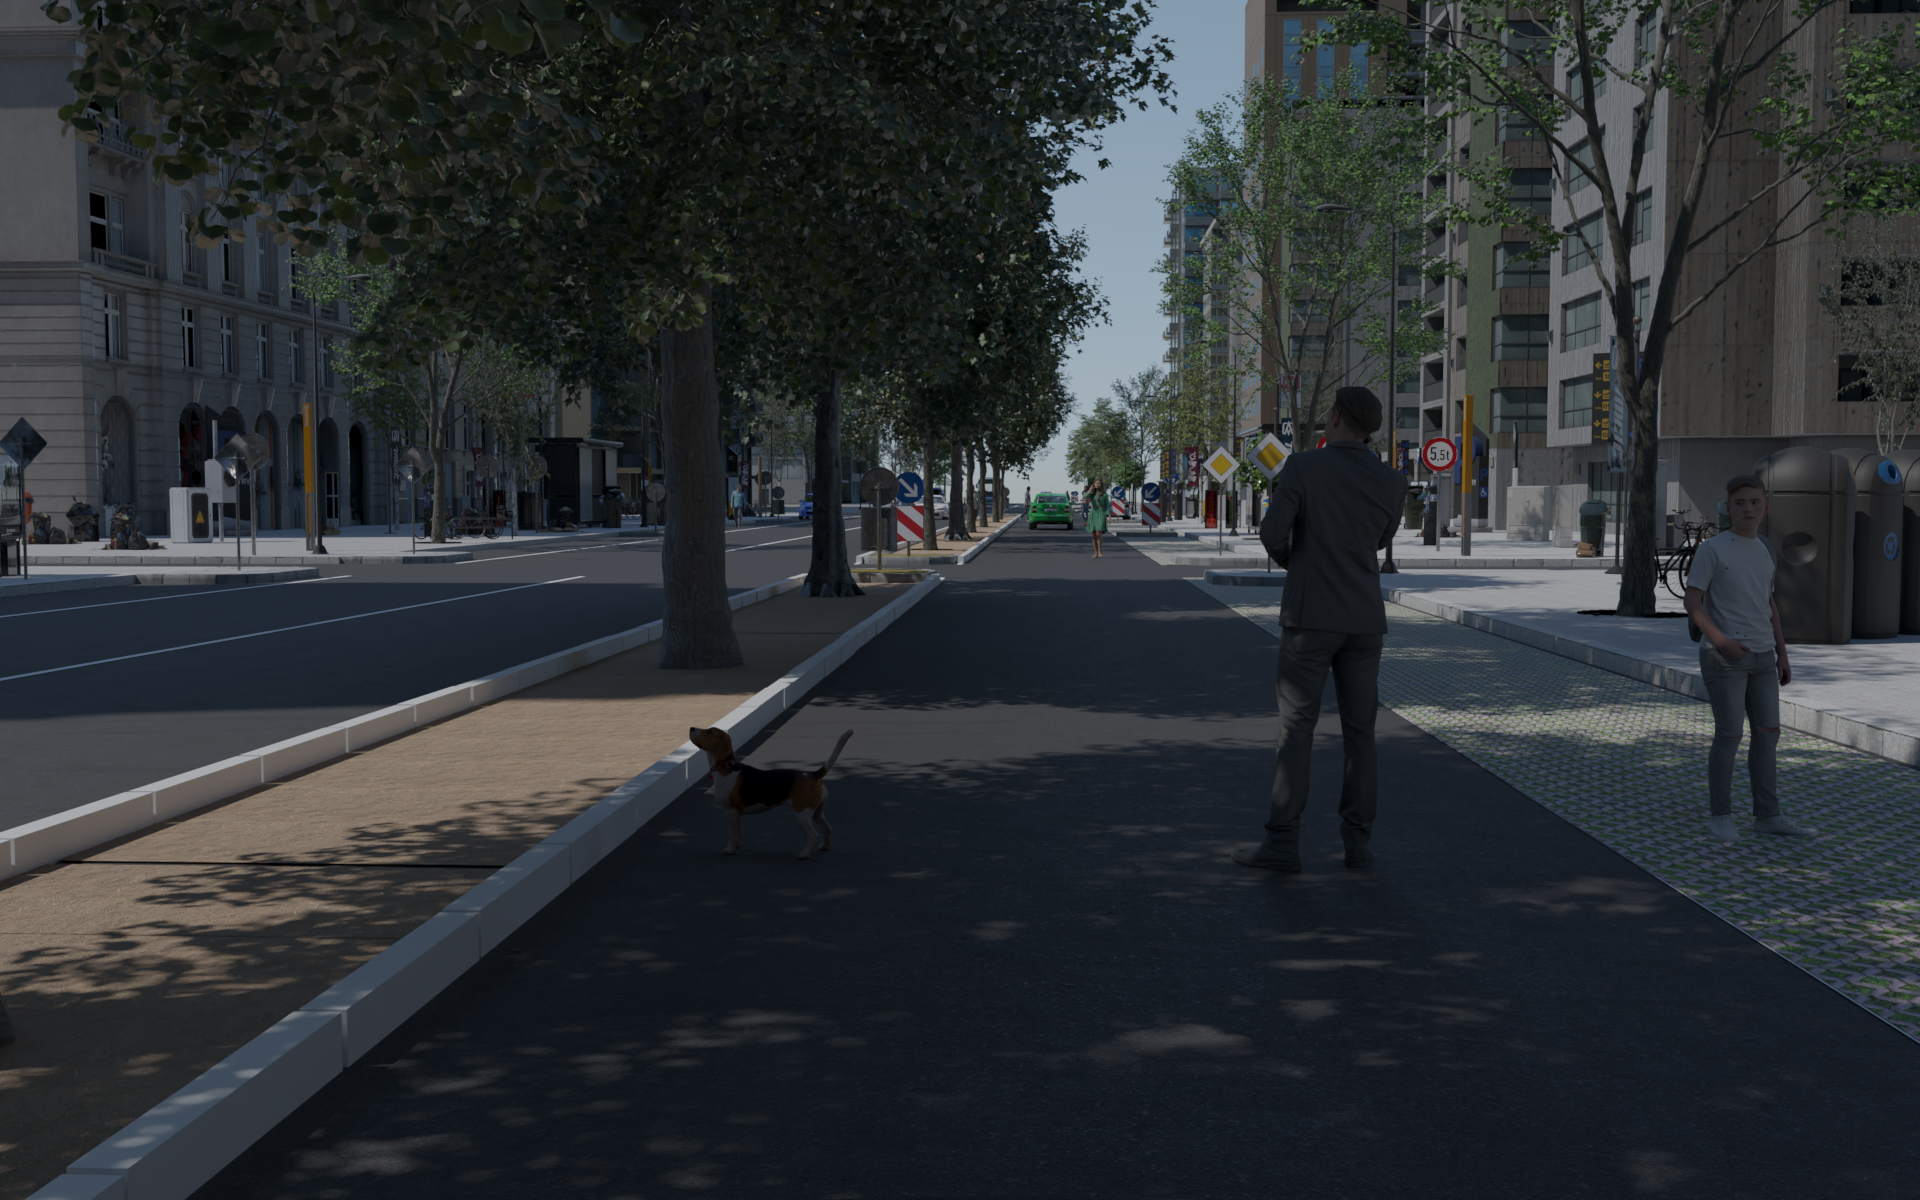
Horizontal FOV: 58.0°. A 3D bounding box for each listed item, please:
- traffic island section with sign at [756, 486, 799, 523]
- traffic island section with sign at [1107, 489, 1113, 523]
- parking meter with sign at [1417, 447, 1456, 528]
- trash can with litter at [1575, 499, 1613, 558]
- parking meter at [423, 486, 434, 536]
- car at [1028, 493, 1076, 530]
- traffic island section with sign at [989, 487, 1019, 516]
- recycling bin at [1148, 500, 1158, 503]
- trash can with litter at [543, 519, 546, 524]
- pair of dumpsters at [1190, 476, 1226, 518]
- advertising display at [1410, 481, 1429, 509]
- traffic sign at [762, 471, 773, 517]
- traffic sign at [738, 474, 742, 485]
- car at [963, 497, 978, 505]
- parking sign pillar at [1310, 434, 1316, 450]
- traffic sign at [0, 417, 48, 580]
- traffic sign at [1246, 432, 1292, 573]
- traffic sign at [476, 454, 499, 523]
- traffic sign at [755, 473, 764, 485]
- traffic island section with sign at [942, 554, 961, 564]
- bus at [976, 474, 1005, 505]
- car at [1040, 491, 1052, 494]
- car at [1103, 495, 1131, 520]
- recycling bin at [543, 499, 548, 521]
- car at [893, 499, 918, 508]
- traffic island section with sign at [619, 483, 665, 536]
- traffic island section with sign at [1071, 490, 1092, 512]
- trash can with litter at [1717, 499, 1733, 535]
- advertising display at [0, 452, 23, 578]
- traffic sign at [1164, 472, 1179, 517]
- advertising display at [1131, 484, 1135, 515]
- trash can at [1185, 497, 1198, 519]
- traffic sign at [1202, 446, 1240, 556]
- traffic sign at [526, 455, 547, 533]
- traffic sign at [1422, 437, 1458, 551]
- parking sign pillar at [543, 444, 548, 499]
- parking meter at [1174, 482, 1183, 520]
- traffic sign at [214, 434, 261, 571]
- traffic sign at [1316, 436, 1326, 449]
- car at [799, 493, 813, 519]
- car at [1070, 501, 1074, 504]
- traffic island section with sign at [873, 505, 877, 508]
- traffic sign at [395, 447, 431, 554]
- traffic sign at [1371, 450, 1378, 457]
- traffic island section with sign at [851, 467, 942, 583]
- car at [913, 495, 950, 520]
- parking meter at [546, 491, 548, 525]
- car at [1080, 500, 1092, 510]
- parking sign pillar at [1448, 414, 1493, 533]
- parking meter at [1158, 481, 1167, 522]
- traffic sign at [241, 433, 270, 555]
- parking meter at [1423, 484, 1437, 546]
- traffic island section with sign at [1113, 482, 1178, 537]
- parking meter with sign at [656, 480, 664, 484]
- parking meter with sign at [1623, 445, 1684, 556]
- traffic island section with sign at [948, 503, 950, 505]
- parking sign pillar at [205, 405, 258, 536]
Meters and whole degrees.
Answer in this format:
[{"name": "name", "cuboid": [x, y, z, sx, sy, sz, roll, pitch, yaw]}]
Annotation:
[{"name": "traffic island section with sign", "cuboid": [-9.113, -4.778, 86.756, 1.989, 1.847, 2.006, 0, 4, 3]}, {"name": "traffic island section with sign", "cuboid": [7.647, -4.683, 85.194, 1.989, 1.847, 2.006, 0, 4, 3]}, {"name": "parking meter with sign", "cuboid": [18.045, -4.201, 64.949, 1.738, 3.016, 0.543, 0, 4, 5]}, {"name": "trash can with litter", "cuboid": [12.853, -1.454, 35.156, 0.624, 1.170, 1.055, 2, 4, 29]}, {"name": "parking meter", "cuboid": [-16.083, -2.702, 52.581, 0.372, 1.533, 0.369, 0, 3, 0]}, {"name": "car", "cuboid": [3.732, -3.771, 70.451, 1.959, 1.807, 4.718, 0, 4, 4]}, {"name": "traffic island section with sign", "cuboid": [2.845, -6.298, 111.110, 2.006, 1.907, 1.989, 0, 4, 3]}, {"name": "recycling bin", "cuboid": [11.464, -5.441, 101.516, 0.722, 1.027, 0.722, 1, 4, 21]}, {"name": "trash can with litter", "cuboid": [-18.273, -3.935, 75.400, 1.678, 1.210, 2.233, -1, 4, -9]}, {"name": "pair of dumpsters", "cuboid": [13.352, -5.553, 93.282, 1.574, 2.255, 4.437, 0, 4, 3]}, {"name": "advertising display", "cuboid": [22.072, -4.771, 83.226, 0.974, 1.923, 0.123, 3, 5, 43]}, {"name": "traffic sign", "cuboid": [-10.677, -5.815, 95.186, 0.768, 2.556, 0.104, 1, 4, 12]}, {"name": "traffic sign", "cuboid": [-11.575, -5.344, 89.508, 0.606, 2.300, 0.079, 0, 4, 8]}, {"name": "car", "cuboid": [1.447, -13.165, 225.037, 2.009, 1.686, 4.222, 0, 4, 4]}, {"name": "parking sign pillar", "cuboid": [15.349, -5.465, 77.832, 1.447, 3.967, 1.447, 1, 4, 21]}, {"name": "traffic sign", "cuboid": [-14.028, -1.514, 25.946, 0.795, 2.450, 0.064, 0, 4, 7]}, {"name": "traffic sign", "cuboid": [5.011, -1.491, 28.028, 0.795, 2.450, 0.064, 0, 4, 3]}, {"name": "traffic sign", "cuboid": [-15.203, -3.399, 55.680, 0.768, 2.556, 0.104, 1, 4, 9]}, {"name": "traffic sign", "cuboid": [-11.646, -6.187, 101.257, 0.768, 2.556, 0.104, 1, 4, 12]}, {"name": "traffic island section with sign", "cuboid": [-1.010, -1.708, 36.070, 2.006, 1.907, 1.989, 0, 4, 3]}, {"name": "bus", "cuboid": [3.208, -11.368, 180.728, 2.948, 3.499, 13.247, 0, 4, 2]}, {"name": "car", "cuboid": [11.569, -13.717, 232.939, 2.281, 1.827, 5.304, 0, 4, 4]}, {"name": "car", "cuboid": [8.286, -5.007, 93.875, 2.014, 1.417, 4.499, 0, 4, 1]}, {"name": "recycling bin", "cuboid": [-19.498, -4.284, 82.589, 0.722, 1.027, 0.722, 3, 4, 37]}, {"name": "car", "cuboid": [-3.774, -7.042, 124.173, 2.155, 1.783, 4.494, 0, 4, 2]}, {"name": "traffic island section with sign", "cuboid": [-10.521, -3.113, 59.522, 1.989, 1.847, 2.006, 0, 4, 3]}, {"name": "traffic island section with sign", "cuboid": [11.658, -9.438, 162.938, 1.989, 1.847, 2.006, 0, 4, 3]}, {"name": "trash can with litter", "cuboid": [15.846, -1.472, 35.449, 0.624, 1.170, 1.055, 1, 4, 16]}, {"name": "advertising display", "cuboid": [-14.849, -1.332, 26.985, 0.123, 1.923, 0.974, -1, 4, -10]}, {"name": "traffic sign", "cuboid": [11.152, -5.586, 91.435, 0.768, 2.556, 0.104, 1, 4, 9]}, {"name": "advertising display", "cuboid": [10.669, -6.230, 107.069, 0.123, 1.923, 0.974, 0, 4, -1]}, {"name": "trash can", "cuboid": [12.076, -4.815, 90.376, 0.748, 1.137, 0.748, 0, 3, 0]}, {"name": "traffic sign", "cuboid": [5.421, -1.979, 36.002, 0.795, 2.450, 0.064, 0, 4, 3]}, {"name": "traffic sign", "cuboid": [-13.918, -3.473, 56.886, 0.768, 2.556, 0.104, 1, 4, 12]}, {"name": "traffic sign", "cuboid": [10.701, -2.360, 38.688, 0.768, 2.556, 0.104, 1, 4, 11]}, {"name": "parking sign pillar", "cuboid": [-21.204, -6.259, 90.813, 1.447, 3.967, 1.447, 3, 4, 38]}, {"name": "parking meter", "cuboid": [10.707, -4.844, 84.918, 0.399, 1.863, 0.255, -2, 4, -32]}, {"name": "traffic sign", "cuboid": [-12.060, -1.546, 28.924, 0.795, 2.450, 0.064, 0, 4, 3]}, {"name": "traffic sign", "cuboid": [7.848, -2.217, 36.353, 0.768, 2.556, 0.104, 1, 4, 9]}, {"name": "car", "cuboid": [-8.211, -5.480, 99.187, 1.945, 1.707, 3.694, 0, 4, 3]}, {"name": "car", "cuboid": [5.285, -5.238, 95.428, 2.009, 1.686, 4.222, 0, 4, 4]}, {"name": "traffic island section with sign", "cuboid": [-6.550, -7.826, 136.578, 1.989, 1.847, 2.006, 0, 4, 3]}, {"name": "traffic sign", "cuboid": [-11.649, -2.034, 36.898, 0.795, 2.450, 0.064, 0, 4, 3]}, {"name": "traffic sign", "cuboid": [11.415, -2.981, 48.844, 0.768, 2.556, 0.104, 1, 4, 12]}, {"name": "traffic island section with sign", "cuboid": [-1.401, -1.256, 28.673, 2.006, 1.907, 1.989, 0, 4, 3]}, {"name": "car", "cuboid": [-1.609, -5.238, 98.000, 2.083, 1.381, 4.827, 0, 4, 2]}, {"name": "parking meter", "cuboid": [-16.993, -3.887, 71.966, 0.372, 1.533, 0.369, 0, 3, 0]}, {"name": "car", "cuboid": [10.847, -7.962, 142.759, 1.945, 1.354, 3.894, 0, 4, 3]}, {"name": "parking sign pillar", "cuboid": [17.077, -4.243, 57.839, 1.447, 3.967, 1.447, -1, 4, -22]}, {"name": "parking meter", "cuboid": [9.148, -4.440, 78.312, 0.255, 1.863, 0.399, 2, 4, 32]}, {"name": "traffic sign", "cuboid": [-14.785, -2.207, 36.195, 0.768, 2.556, 0.104, 1, 4, 10]}, {"name": "parking meter", "cuboid": [11.770, -2.130, 43.234, 0.372, 1.533, 0.369, 0, 3, 0]}, {"name": "traffic island section with sign", "cuboid": [6.254, -3.028, 58.130, 1.989, 1.847, 2.006, 0, 4, 3]}, {"name": "parking meter with sign", "cuboid": [-16.058, -5.955, 93.626, 1.738, 3.016, 0.543, 3, 4, 36]}, {"name": "parking meter with sign", "cuboid": [14.304, -2.422, 35.854, 1.738, 3.016, 0.543, -2, 4, -33]}, {"name": "traffic island section with sign", "cuboid": [-0.922, -14.513, 245.911, 1.989, 1.847, 2.006, 0, 4, 3]}, {"name": "parking sign pillar", "cuboid": [-22.376, -3.955, 53.137, 1.447, 3.967, 1.447, 3, 5, 44]}]
